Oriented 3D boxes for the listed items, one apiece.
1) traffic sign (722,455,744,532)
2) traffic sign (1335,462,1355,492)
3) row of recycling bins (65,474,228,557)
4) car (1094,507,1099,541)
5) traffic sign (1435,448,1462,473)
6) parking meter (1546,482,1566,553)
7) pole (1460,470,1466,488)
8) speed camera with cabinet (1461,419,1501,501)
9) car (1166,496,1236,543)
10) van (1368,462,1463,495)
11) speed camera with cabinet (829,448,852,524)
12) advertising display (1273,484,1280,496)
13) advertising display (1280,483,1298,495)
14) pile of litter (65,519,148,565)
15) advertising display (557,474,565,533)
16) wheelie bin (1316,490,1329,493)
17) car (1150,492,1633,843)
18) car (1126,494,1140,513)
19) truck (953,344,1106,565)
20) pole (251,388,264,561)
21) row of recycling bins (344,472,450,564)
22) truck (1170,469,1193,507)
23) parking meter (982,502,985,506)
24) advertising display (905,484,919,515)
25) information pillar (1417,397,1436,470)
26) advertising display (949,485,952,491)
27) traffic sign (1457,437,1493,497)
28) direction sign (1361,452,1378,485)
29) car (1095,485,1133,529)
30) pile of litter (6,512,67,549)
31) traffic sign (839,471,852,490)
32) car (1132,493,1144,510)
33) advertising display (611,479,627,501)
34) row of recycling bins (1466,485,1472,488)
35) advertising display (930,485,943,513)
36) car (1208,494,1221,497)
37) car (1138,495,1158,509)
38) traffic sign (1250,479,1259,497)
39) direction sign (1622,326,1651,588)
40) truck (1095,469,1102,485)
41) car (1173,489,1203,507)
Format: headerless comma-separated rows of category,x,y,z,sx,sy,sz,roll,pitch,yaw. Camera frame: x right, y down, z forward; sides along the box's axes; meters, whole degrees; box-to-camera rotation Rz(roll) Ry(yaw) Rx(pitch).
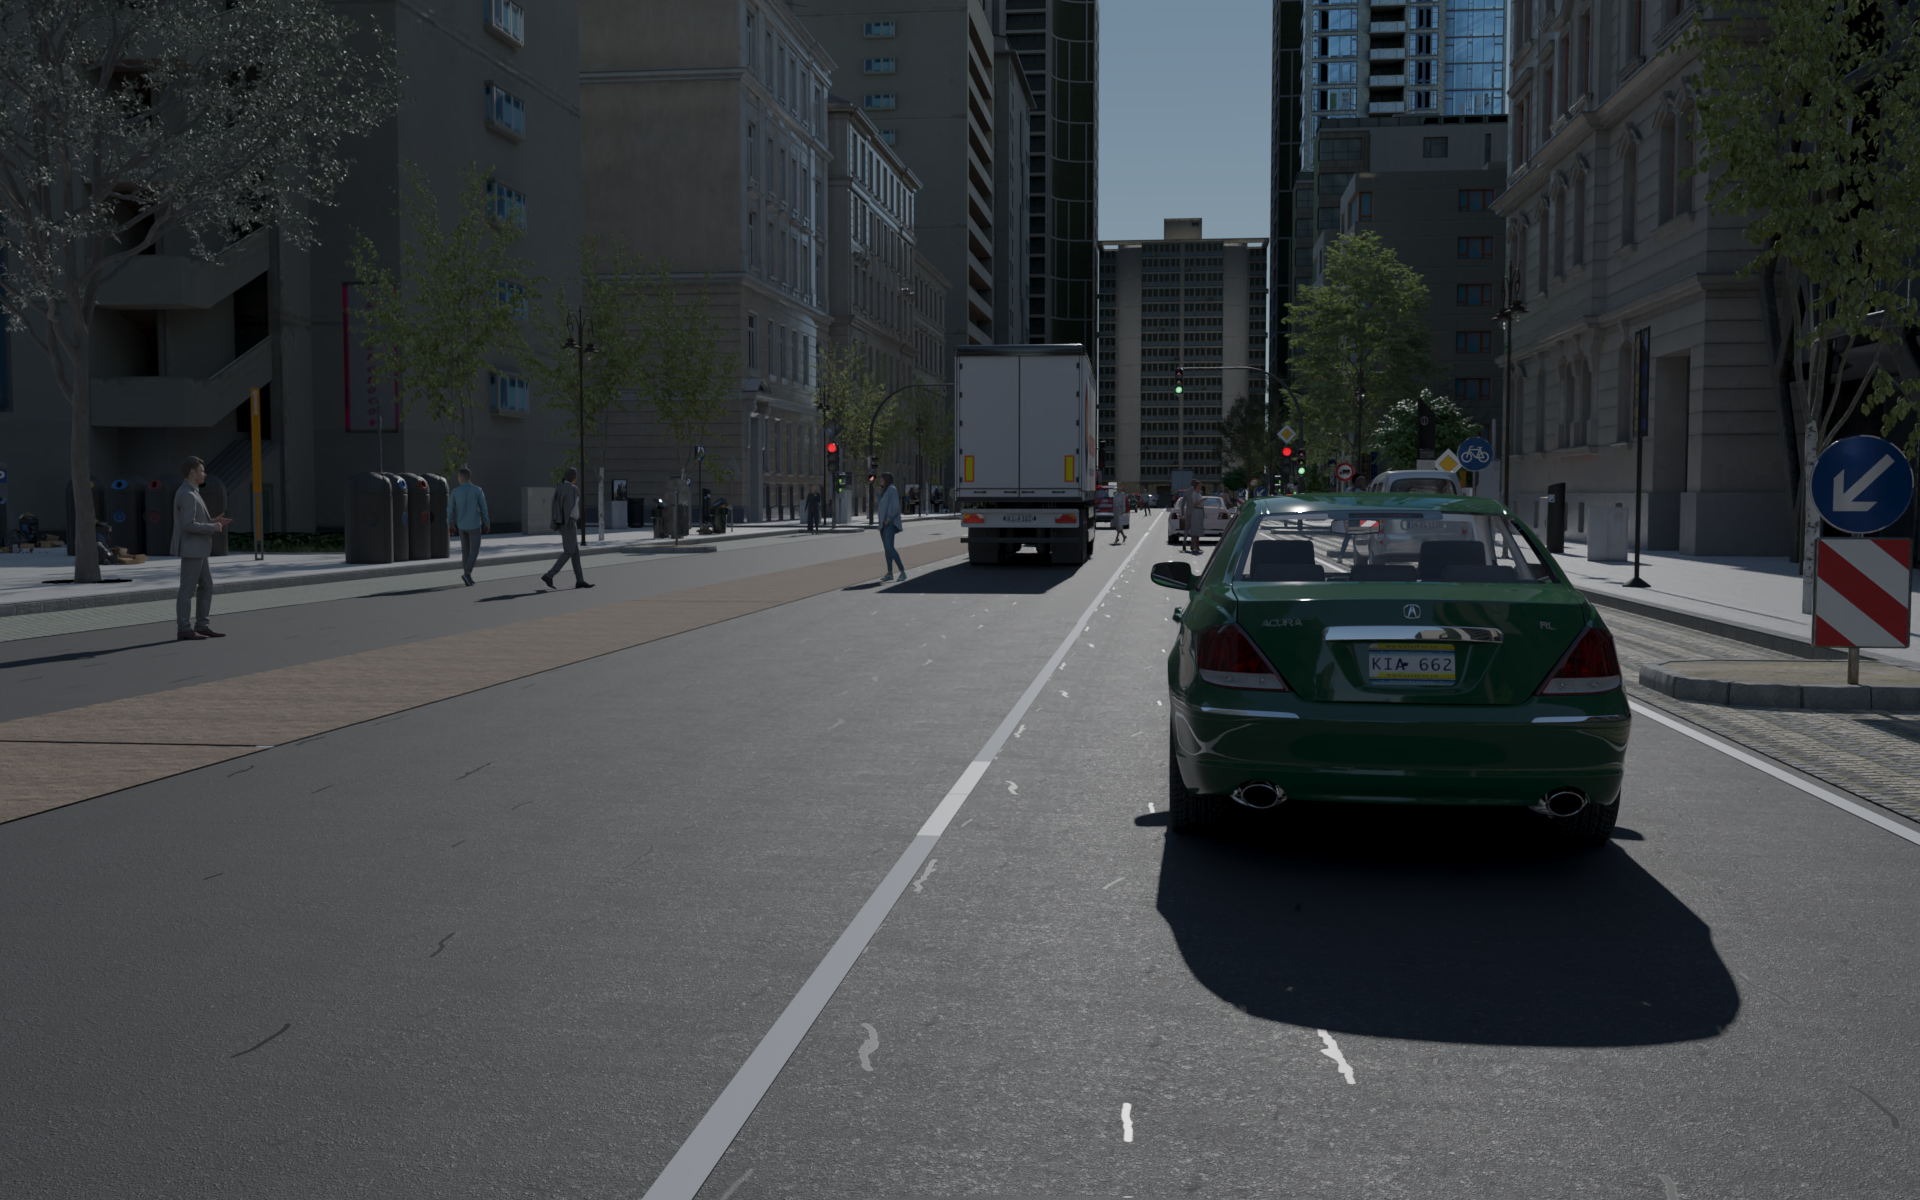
traffic sign,-7.671,-3.559,58.188,0.884,2.594,0.081,1,4,15
traffic sign,15.480,-4.258,69.720,0.768,2.556,0.104,1,4,17
row of recycling bins,-16.936,-1.772,36.085,3.534,1.692,1.069,1,4,8
car,2.976,-2.372,50.579,2.131,1.459,4.920,0,4,7
traffic sign,12.296,-2.598,43.661,0.795,2.450,0.064,1,4,15
parking meter,13.003,-1.797,37.788,0.372,1.533,0.369,0,3,0
pole,16.409,-3.834,56.524,0.158,3.312,0.155,0,3,0
speed camera with cabinet,13.912,-3.186,46.427,0.660,3.252,2.038,0,4,2
car,7.169,-2.403,51.651,2.083,1.381,4.827,1,4,9
van,8.224,-1.517,31.815,2.013,2.044,4.112,0,4,7
speed camera with cabinet,-5.193,-4.943,75.160,0.660,3.252,2.038,1,4,9
advertising display,20.344,-6.404,109.924,0.974,1.923,0.123,-1,4,-17
advertising display,19.745,-6.010,103.477,0.974,1.923,0.123,0,4,-8
pile of litter,-15.616,-1.100,31.951,1.176,0.858,1.719,-1,4,-15
advertising display,-13.060,-3.153,56.763,0.123,1.923,0.974,-1,4,-21
wheelie bin,19.170,-5.135,91.861,0.980,1.594,0.693,0,4,-5
car,1.996,0.193,8.638,2.131,1.459,4.920,1,4,8
car,12.903,-7.509,134.564,2.131,1.459,4.920,0,4,6
truck,1.693,-3.009,38.112,2.839,4.237,11.283,0,4,6
pole,-13.565,-2.421,33.422,0.158,3.312,0.155,0,3,0
row of recycling bins,-10.826,-1.602,33.298,1.069,1.692,3.534,0,4,6
truck,25.462,-12.827,198.641,2.839,4.237,11.283,0,4,7
parking meter,1.950,-7.982,136.211,0.399,1.863,0.255,-3,5,-41
advertising display,-2.987,-6.326,108.641,0.974,1.923,0.123,1,4,13
information pillar,11.320,-3.106,42.131,0.504,3.616,0.183,-1,4,-21
advertising display,-0.623,-7.138,121.917,0.123,1.923,0.974,1,4,9
traffic sign,11.469,-2.356,38.632,0.768,2.556,0.104,1,4,11
direction sign,21.962,-6.176,92.967,0.876,3.537,0.379,0,4,-6
car,6.211,-3.974,73.648,2.281,1.827,5.304,0,4,5
pile of litter,-22.027,-1.680,41.426,1.176,0.858,1.719,2,4,28
traffic sign,-5.176,-4.659,78.307,0.606,2.300,0.079,1,4,11
car,16.079,-9.239,160.091,2.155,1.783,4.494,0,4,7
advertising display,-14.834,-4.294,75.416,0.123,1.923,0.974,2,4,25
row of recycling bins,21.674,-4.212,75.977,3.534,1.692,1.069,-1,4,-20
advertising display,-1.603,-6.951,118.868,0.974,1.923,0.123,-2,4,-33
car,27.592,-10.937,187.610,1.959,1.807,4.718,1,4,8
car,18.722,-9.819,172.901,2.083,1.381,4.827,0,4,8
traffic sign,24.106,-8.669,141.838,0.768,2.556,0.104,0,4,8
direction sign,9.342,-1.946,23.810,0.379,3.537,0.876,1,4,10
truck,14.617,-12.611,195.100,2.839,4.237,11.283,0,4,6
car,17.585,-7.648,133.711,2.281,1.827,5.304,1,4,8
